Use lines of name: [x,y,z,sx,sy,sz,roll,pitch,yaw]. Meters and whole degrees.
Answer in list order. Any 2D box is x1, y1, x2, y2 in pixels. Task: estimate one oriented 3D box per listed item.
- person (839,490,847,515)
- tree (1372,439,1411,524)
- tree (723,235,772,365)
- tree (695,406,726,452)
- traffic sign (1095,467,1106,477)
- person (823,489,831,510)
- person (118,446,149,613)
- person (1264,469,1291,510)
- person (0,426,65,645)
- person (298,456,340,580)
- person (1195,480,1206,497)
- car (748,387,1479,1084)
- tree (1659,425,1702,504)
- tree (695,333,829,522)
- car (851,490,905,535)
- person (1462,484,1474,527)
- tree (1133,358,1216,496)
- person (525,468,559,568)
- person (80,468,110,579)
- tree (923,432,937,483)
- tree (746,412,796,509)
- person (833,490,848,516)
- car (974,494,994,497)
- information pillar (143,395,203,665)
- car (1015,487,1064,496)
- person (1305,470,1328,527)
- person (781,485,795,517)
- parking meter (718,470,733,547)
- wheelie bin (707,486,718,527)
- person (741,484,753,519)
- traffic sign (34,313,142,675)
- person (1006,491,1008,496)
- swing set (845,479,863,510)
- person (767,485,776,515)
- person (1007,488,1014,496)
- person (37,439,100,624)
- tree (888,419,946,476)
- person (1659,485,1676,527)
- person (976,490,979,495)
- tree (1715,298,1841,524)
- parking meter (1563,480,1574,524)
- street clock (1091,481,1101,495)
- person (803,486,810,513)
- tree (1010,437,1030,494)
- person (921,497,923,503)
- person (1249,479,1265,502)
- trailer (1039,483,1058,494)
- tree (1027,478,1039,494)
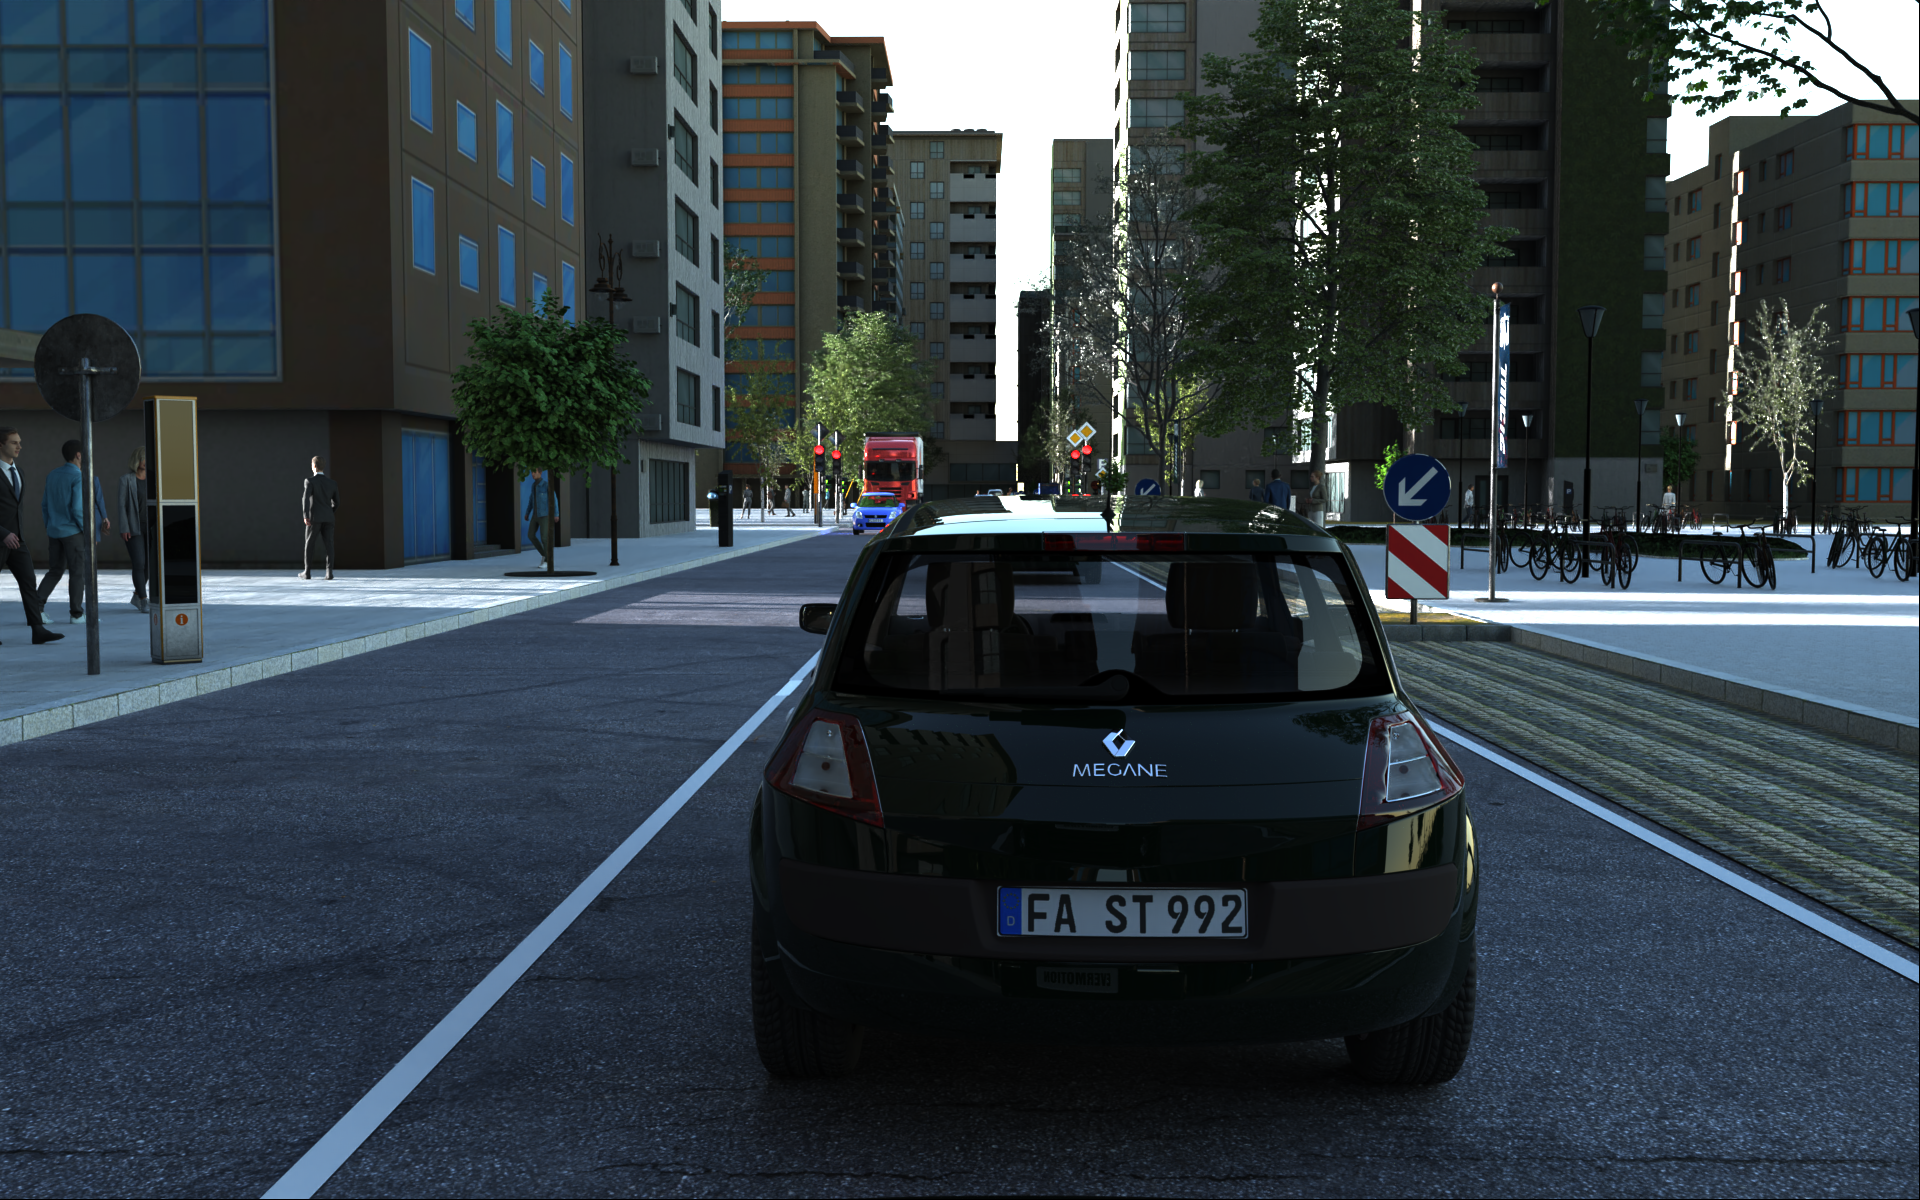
person: [-7.268,-6.140,106.214,0.755,1.850,0.659,2,4,26]
tree: [15.253,-4.015,60.240,1.663,3.219,1.824,0,3,0]
tree: [-19.474,-15.993,117.380,12.611,20.169,13.585,0,3,0]
tree: [-14.770,-8.710,92.767,4.360,8.622,3.978,0,3,0]
traffic sign: [6.867,-5.094,83.022,0.795,2.593,0.064,0,4,2]
person: [-11.022,-8.408,143.537,0.620,1.820,0.660,-1,4,-12]
person: [-8.857,-0.776,18.915,0.728,1.800,0.709,3,5,41]
person: [6.621,-1.824,36.048,0.721,1.800,0.419,-1,4,-22]
person: [-8.034,-0.543,14.695,0.755,1.850,0.659,1,4,12]
person: [-9.644,-1.232,25.960,0.755,1.850,0.659,3,5,44]
person: [8.805,-3.491,63.307,0.526,1.800,0.537,-1,4,-14]
car: [0.409,0.254,5.631,2.009,1.686,4.222,0,4,2]
tree: [33.423,-6.028,82.268,4.285,4.588,4.351,0,3,0]
tree: [-9.149,-7.824,78.282,4.737,8.622,4.395,0,3,0]
car: [-2.924,-3.220,62.237,1.945,1.707,3.694,0,4,1]
person: [20.860,-3.847,71.246,0.795,1.843,0.661,2,4,27]
tree: [11.418,-8.559,90.308,4.737,8.622,4.395,0,3,0]
person: [-7.245,-1.447,30.052,0.601,1.785,0.444,3,4,39]
person: [-12.389,-1.127,24.498,0.581,1.822,0.654,0,4,0]
tree: [-4.615,-15.677,206.680,4.737,8.622,4.395,0,3,0]
tree: [-16.134,-12.049,147.371,4.360,8.622,3.978,0,3,0]
person: [-7.128,-5.953,103.343,0.822,1.834,0.622,0,4,2]
car: [1.546,-5.967,109.558,2.014,1.417,4.499,0,4,1]
information pillar: [-5.960,-0.528,13.122,0.304,2.012,0.304,-3,5,-40]
car: [1.384,-1.176,29.016,2.009,1.686,4.222,0,4,-1]
person: [7.064,-1.708,34.517,0.362,1.759,0.519,-1,4,-22]
person: [-9.714,-5.592,97.599,0.853,1.813,0.709,-1,4,-22]
parking meter: [-5.704,-2.228,42.138,0.255,1.863,0.399,1,4,13]
wheelie bin: [-9.515,-3.661,67.760,0.693,1.594,0.980,0,4,-1]
person: [-11.146,-5.146,90.450,0.520,1.790,0.573,-3,4,-38]
traffic sign: [-6.163,-0.742,12.244,0.768,2.556,0.104,0,4,2]
person: [4.479,-9.530,165.039,0.721,1.735,1.217,-1,4,-9]
swing set: [-7.601,-8.550,137.415,2.862,2.851,3.119,1,4,20]
person: [-11.351,-6.002,104.133,0.622,1.834,0.822,3,5,42]
person: [2.959,-5.789,103.241,0.616,1.811,0.778,-3,5,-41]
person: [-8.873,-0.675,17.097,0.660,1.820,0.620,2,4,24]
tree: [-5.637,-15.462,187.222,8.767,10.594,7.601,-1,4,-9]
person: [28.582,-3.734,69.909,0.624,1.780,0.694,-3,4,-38]
person: [1.320,-8.191,143.096,0.598,1.740,0.731,1,4,22]
tree: [30.472,-6.953,64.047,4.360,8.622,3.978,0,3,0]
parking meter: [26.074,-4.189,74.207,0.399,1.863,0.255,1,4,12]
street clock: [7.260,-5.401,92.871,0.471,2.002,0.358,1,4,17]
person: [-10.523,-6.879,118.689,0.511,1.800,0.466,1,4,11]
tree: [8.331,-16.183,214.949,4.360,8.622,3.978,0,3,0]
person: [-4.426,-11.789,199.731,0.436,1.711,0.756,0,4,1]
person: [9.555,-3.000,55.511,0.576,1.772,0.534,-2,4,-31]
trailer: [4.661,-5.184,91.812,1.471,1.999,3.904,0,4,1]
tree: [8.786,-13.089,208.608,1.663,3.219,1.824,0,3,0]
